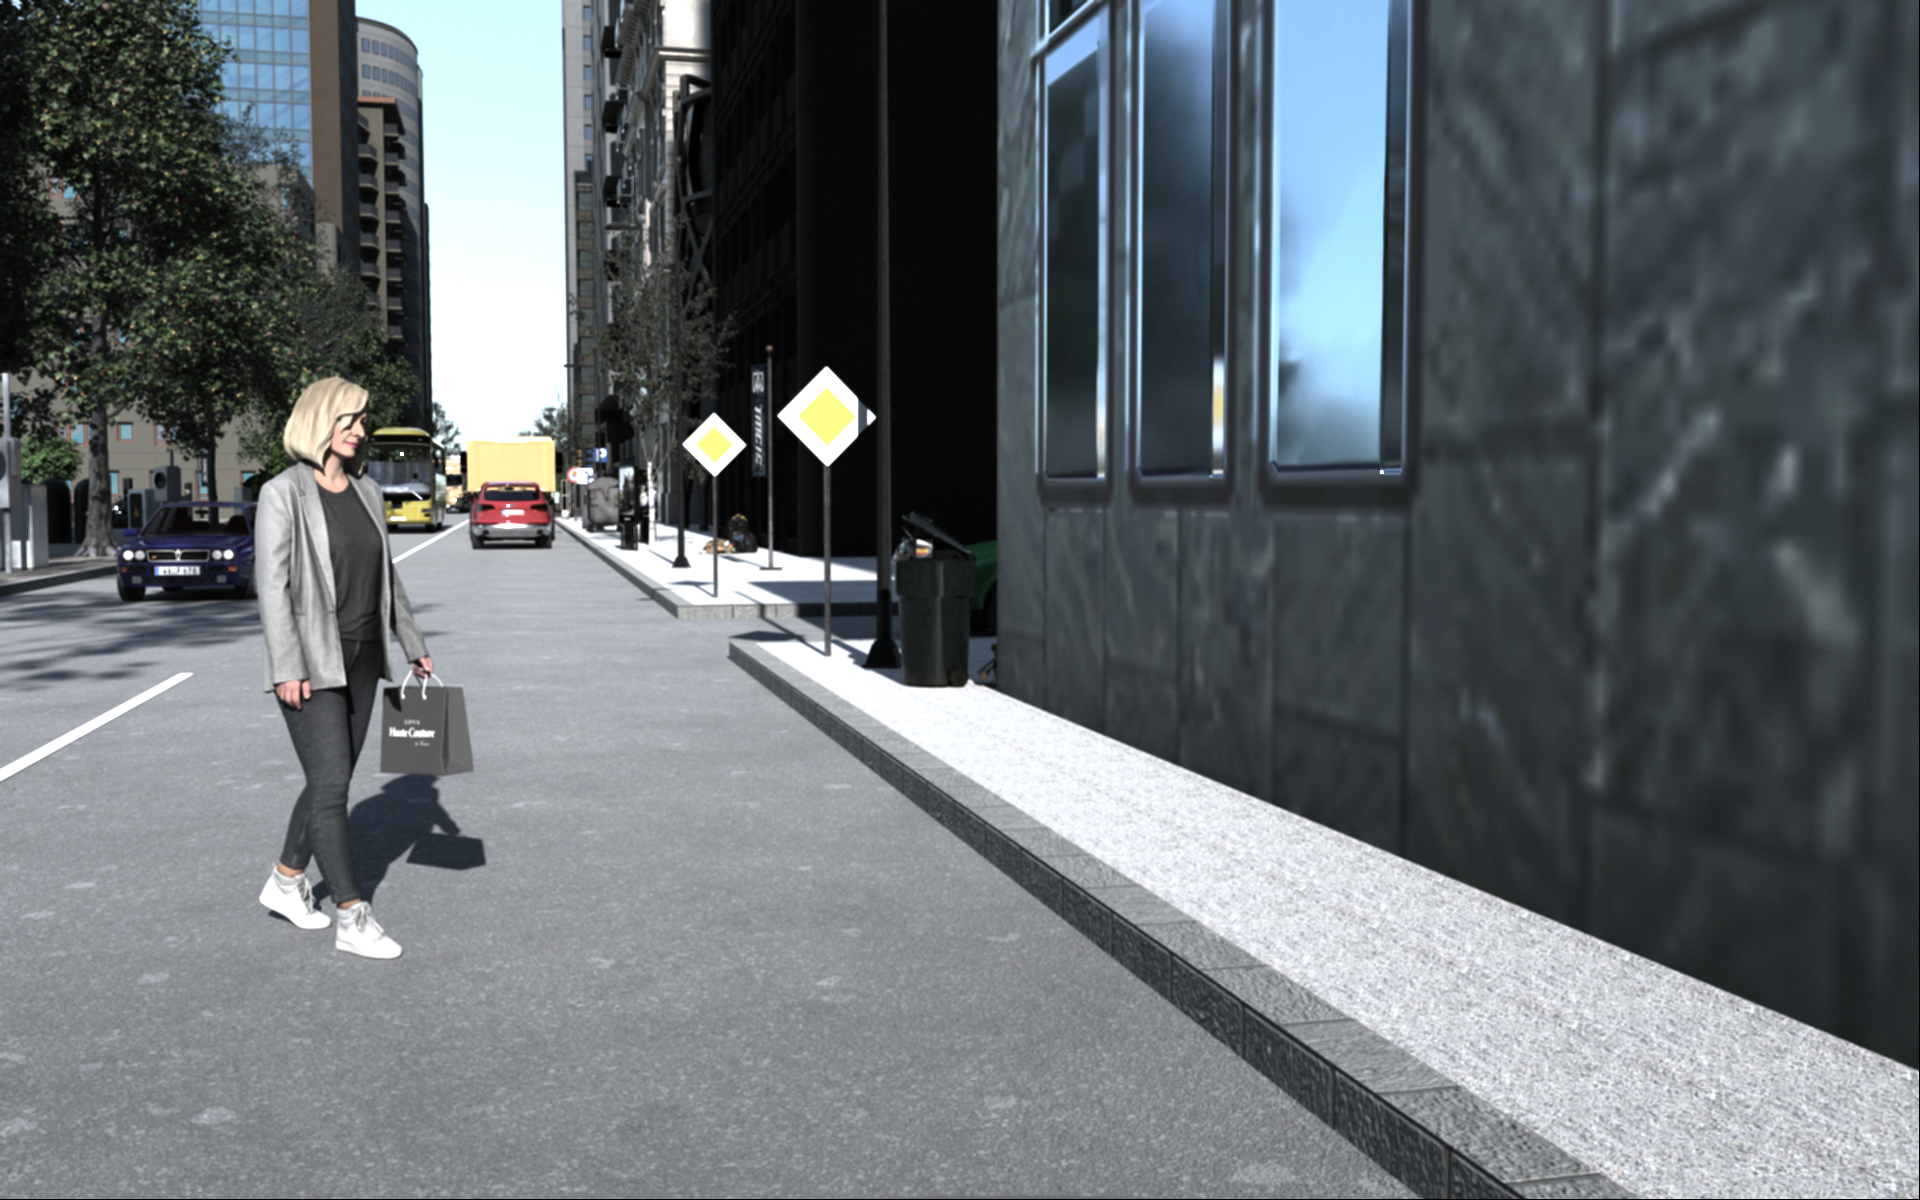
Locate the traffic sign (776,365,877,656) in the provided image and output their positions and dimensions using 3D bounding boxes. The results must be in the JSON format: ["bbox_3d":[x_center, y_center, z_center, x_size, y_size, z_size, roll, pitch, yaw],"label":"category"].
[{"bbox_3d":[-1.048,-0.611,13.635,0.795,2.450,0.064,-1,4,-14],"label":"traffic sign"}]

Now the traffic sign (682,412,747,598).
[{"bbox_3d":[-3.026,-1.084,21.372,0.795,2.450,0.064,-1,4,-14],"label":"traffic sign"}]

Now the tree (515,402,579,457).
[{"bbox_3d":[-41.647,-14.704,174.826,8.767,10.594,7.601,-1,4,-21],"label":"tree"}]

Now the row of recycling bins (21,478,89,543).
[{"bbox_3d":[-24.184,-2.348,45.502,3.534,1.692,1.069,0,4,1],"label":"row of recycling bins"}]

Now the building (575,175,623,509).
[{"bbox_3d":[-28.361,-23.786,160.595,14.160,30.474,14.107,-1,4,-14],"label":"building"}]

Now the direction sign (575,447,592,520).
[{"bbox_3d":[-18.271,-5.639,84.203,0.876,3.537,0.379,-3,4,-37],"label":"direction sign"}]

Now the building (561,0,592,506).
[{"bbox_3d":[-33.648,-39.908,194.492,21.231,58.520,28.212,-1,4,-14],"label":"building"}]

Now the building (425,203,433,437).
[{"bbox_3d":[-79.303,-33.728,235.039,14.154,41.232,14.086,-1,4,-14],"label":"building"}]

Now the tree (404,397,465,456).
[{"bbox_3d":[-50.481,-14.099,164.931,7.601,10.594,8.767,-1,4,-11],"label":"tree"}]

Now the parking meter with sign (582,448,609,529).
[{"bbox_3d":[-13.634,-4.180,64.602,0.543,3.016,1.738,0,4,7],"label":"parking meter with sign"}]

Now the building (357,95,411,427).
[{"bbox_3d":[-70.936,-32.455,185.255,22.147,44.769,28.867,-1,4,-14],"label":"building"}]

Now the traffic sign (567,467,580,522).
[{"bbox_3d":[-17.889,-4.924,80.612,0.768,2.556,0.104,0,4,-8],"label":"traffic sign"}]

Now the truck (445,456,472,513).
[{"bbox_3d":[-38.503,-8.686,130.925,2.839,4.237,11.283,-1,4,-12],"label":"truck"}]

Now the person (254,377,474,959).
[{"bbox_3d":[-1.981,0.189,5.593,0.728,1.800,0.709,2,4,29],"label":"person"}]

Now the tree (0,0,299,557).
[{"bbox_3d":[-17.659,-7.245,35.471,9.611,12.733,9.660,0,3,0],"label":"tree"}]

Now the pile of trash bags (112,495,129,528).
[{"bbox_3d":[-33.595,-3.654,69.499,3.447,1.369,1.912,0,4,-8],"label":"pile of trash bags"}]

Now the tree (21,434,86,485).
[{"bbox_3d":[-42.763,-5.952,81.024,4.285,4.588,4.351,0,3,0],"label":"tree"}]

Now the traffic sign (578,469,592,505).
[{"bbox_3d":[-15.030,-4.118,69.454,0.606,2.300,0.079,-1,4,-8],"label":"traffic sign"}]

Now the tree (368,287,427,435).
[{"bbox_3d":[-30.965,-10.261,84.778,9.611,12.733,9.660,0,3,0],"label":"tree"}]

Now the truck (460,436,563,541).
[{"bbox_3d":[-14.628,-3.709,56.560,3.469,3.379,9.791,-1,4,-14],"label":"truck"}]

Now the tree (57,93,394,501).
[{"bbox_3d":[-21.903,-8.547,50.113,12.009,13.543,11.850,0,3,0],"label":"tree"}]

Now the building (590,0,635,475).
[{"bbox_3d":[-15.655,-33.739,140.865,28.713,52.752,27.495,-1,4,-14],"label":"building"}]

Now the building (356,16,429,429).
[{"bbox_3d":[-77.325,-41.045,213.084,21.231,58.520,28.212,-1,4,-14],"label":"building"}]

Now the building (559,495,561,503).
[{"bbox_3d":[-39.575,-33.626,241.660,32.217,40.220,23.993,-1,4,-14],"label":"building"}]

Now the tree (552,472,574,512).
[{"bbox_3d":[-28.973,-8.009,125.548,1.663,3.219,1.824,0,3,0],"label":"tree"}]

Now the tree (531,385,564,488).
[{"bbox_3d":[-25.239,-9.879,111.883,4.360,8.622,3.978,0,3,0],"label":"tree"}]

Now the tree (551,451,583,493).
[{"bbox_3d":[-29.829,-8.920,129.554,4.285,4.588,4.351,0,3,0],"label":"tree"}]

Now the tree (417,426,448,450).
[{"bbox_3d":[-54.564,-13.896,177.563,4.360,8.622,3.978,0,3,0],"label":"tree"}]

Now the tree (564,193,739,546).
[{"bbox_3d":[-7.550,-5.630,42.407,4.360,8.622,3.978,0,3,0],"label":"tree"}]

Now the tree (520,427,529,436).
[{"bbox_3d":[-35.810,-12.226,150.263,4.360,8.622,3.978,0,3,0],"label":"tree"}]

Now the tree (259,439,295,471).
[{"bbox_3d":[-23.949,-4.048,60.785,1.663,3.219,1.824,0,3,0],"label":"tree"}]
